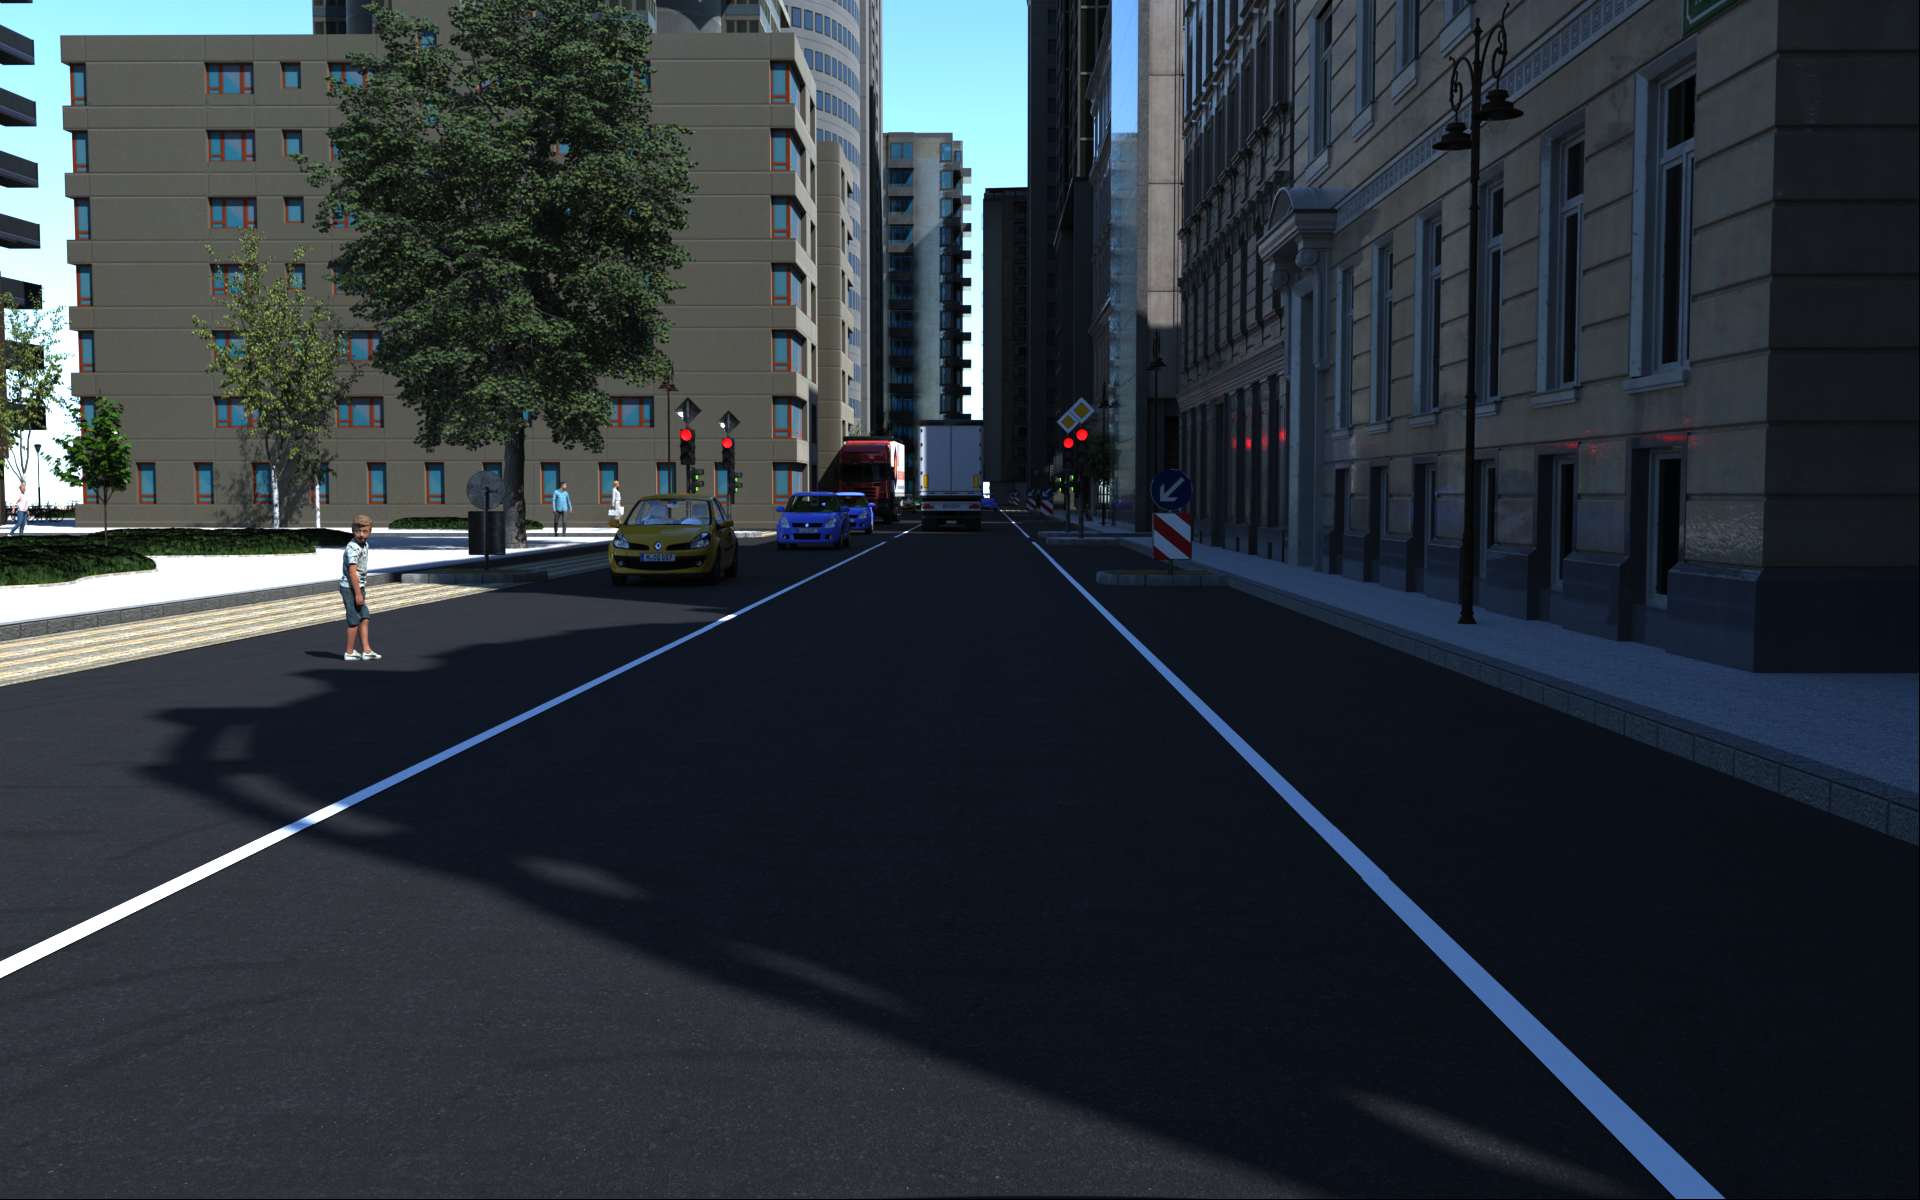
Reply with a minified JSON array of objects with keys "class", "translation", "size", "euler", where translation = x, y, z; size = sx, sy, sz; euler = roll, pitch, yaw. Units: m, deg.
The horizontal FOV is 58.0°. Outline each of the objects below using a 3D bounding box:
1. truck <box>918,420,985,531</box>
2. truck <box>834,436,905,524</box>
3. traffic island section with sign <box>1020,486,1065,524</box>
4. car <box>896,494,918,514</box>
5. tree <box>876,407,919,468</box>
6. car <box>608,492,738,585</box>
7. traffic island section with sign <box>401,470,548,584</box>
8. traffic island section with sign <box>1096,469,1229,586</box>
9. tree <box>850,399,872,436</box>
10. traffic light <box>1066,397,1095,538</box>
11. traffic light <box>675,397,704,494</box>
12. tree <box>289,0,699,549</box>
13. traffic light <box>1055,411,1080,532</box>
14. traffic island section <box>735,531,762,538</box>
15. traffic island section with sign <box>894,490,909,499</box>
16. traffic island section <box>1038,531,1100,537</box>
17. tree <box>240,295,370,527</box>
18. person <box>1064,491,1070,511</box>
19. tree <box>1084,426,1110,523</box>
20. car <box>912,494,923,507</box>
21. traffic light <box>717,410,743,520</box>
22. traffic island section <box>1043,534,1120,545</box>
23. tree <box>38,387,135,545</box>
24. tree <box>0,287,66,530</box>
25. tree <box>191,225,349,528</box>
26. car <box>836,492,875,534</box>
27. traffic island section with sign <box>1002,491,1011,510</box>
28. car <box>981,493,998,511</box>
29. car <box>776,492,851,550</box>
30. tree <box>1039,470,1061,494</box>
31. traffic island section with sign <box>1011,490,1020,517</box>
[{"class":"truck","translation":[-0.338,-5.012,70.858],"size":[2.839,4.237,11.283],"euler":[0,3,0]},{"class":"truck","translation":[-4.354,-5.948,86.162],"size":[2.839,4.237,11.283],"euler":[0,4,2]},{"class":"traffic island section with sign","translation":[3.997,-4.536,82.797],"size":[1.989,1.847,2.006],"euler":[0,4,1]},{"class":"car","translation":[-4.117,-7.213,128.155],"size":[2.015,1.641,3.980],"euler":[0,4,0]},{"class":"tree","translation":[-8.439,-15.121,181.638],"size":[8.767,10.594,7.601],"euler":[0,4,1]},{"class":"car","translation":[-4.679,-1.120,28.543],"size":[2.015,1.641,3.980],"euler":[0,4,-1]},{"class":"traffic island section with sign","translation":[-7.895,-1.214,28.472],"size":[1.989,1.847,2.006],"euler":[0,4,1]},{"class":"traffic island section with sign","translation":[3.229,-1.184,27.987],"size":[1.989,1.847,2.006],"euler":[0,4,1]},{"class":"tree","translation":[-8.936,-11.052,131.062],"size":[4.737,8.622,4.395],"euler":[0,3,0]},{"class":"traffic light","translation":[3.490,-3.742,50.103],"size":[0.839,4.253,0.868],"euler":[0,4,1]},{"class":"traffic light","translation":[-7.870,-3.751,50.247],"size":[0.839,4.253,0.868],"euler":[0,4,1]},{"class":"tree","translation":[-10.608,-8.198,40.693],"size":[9.857,13.997,8.962],"euler":[0,3,0]},{"class":"traffic light","translation":[3.603,-4.230,58.088],"size":[0.839,4.253,0.868],"euler":[0,4,1]},{"class":"traffic island section","translation":[-7.797,-2.207,58.367],"size":[2.009,0.180,2.903],"euler":[0,4,1]},{"class":"traffic island section with sign","translation":[-6.025,-9.305,160.762],"size":[1.989,1.847,2.006],"euler":[0,4,1]},{"class":"traffic island section","translation":[3.643,-2.197,58.201],"size":[2.009,0.180,2.903],"euler":[0,4,1]},{"class":"tree","translation":[-23.798,-6.907,63.284],"size":[4.360,8.622,3.978],"euler":[0,3,0]},{"class":"person","translation":[8.373,-7.833,134.648],"size":[0.750,1.759,0.617],"euler":[2,4,26]},{"class":"tree","translation":[6.822,-5.650,76.090],"size":[4.285,4.588,4.351],"euler":[0,3,0]},{"class":"car","translation":[-3.942,-9.409,162.640],"size":[1.959,1.807,4.718],"euler":[0,4,1]},{"class":"traffic light","translation":[-7.757,-4.239,58.232],"size":[0.839,4.253,0.868],"euler":[0,4,1]},{"class":"traffic island section","translation":[3.530,-1.709,50.217],"size":[2.009,0.180,2.903],"euler":[0,4,1]},{"class":"tree","translation":[-15.408,-2.244,31.286],"size":[1.663,3.219,1.824],"euler":[0,3,0]},{"class":"tree","translation":[-33.348,-6.777,61.161],"size":[4.737,8.622,4.395],"euler":[0,3,0]},{"class":"tree","translation":[-18.840,-5.942,47.522],"size":[4.737,8.622,4.395],"euler":[0,3,0]},{"class":"car","translation":[-4.022,-3.245,62.653],"size":[1.945,1.707,3.694],"euler":[0,4,-1]},{"class":"traffic island section with sign","translation":[5.093,-9.280,160.357],"size":[1.989,1.847,2.006],"euler":[0,4,1]},{"class":"car","translation":[2.288,-8.367,146.396],"size":[1.945,1.707,3.694],"euler":[0,3,0]},{"class":"car","translation":[-3.849,-2.213,45.771],"size":[1.945,1.707,3.694],"euler":[0,4,1]},{"class":"tree","translation":[7.370,-8.703,136.893],"size":[1.663,3.219,1.824],"euler":[0,3,0]},{"class":"traffic island section with sign","translation":[4.376,-6.185,109.750],"size":[1.989,1.847,2.006],"euler":[0,4,1]}]
